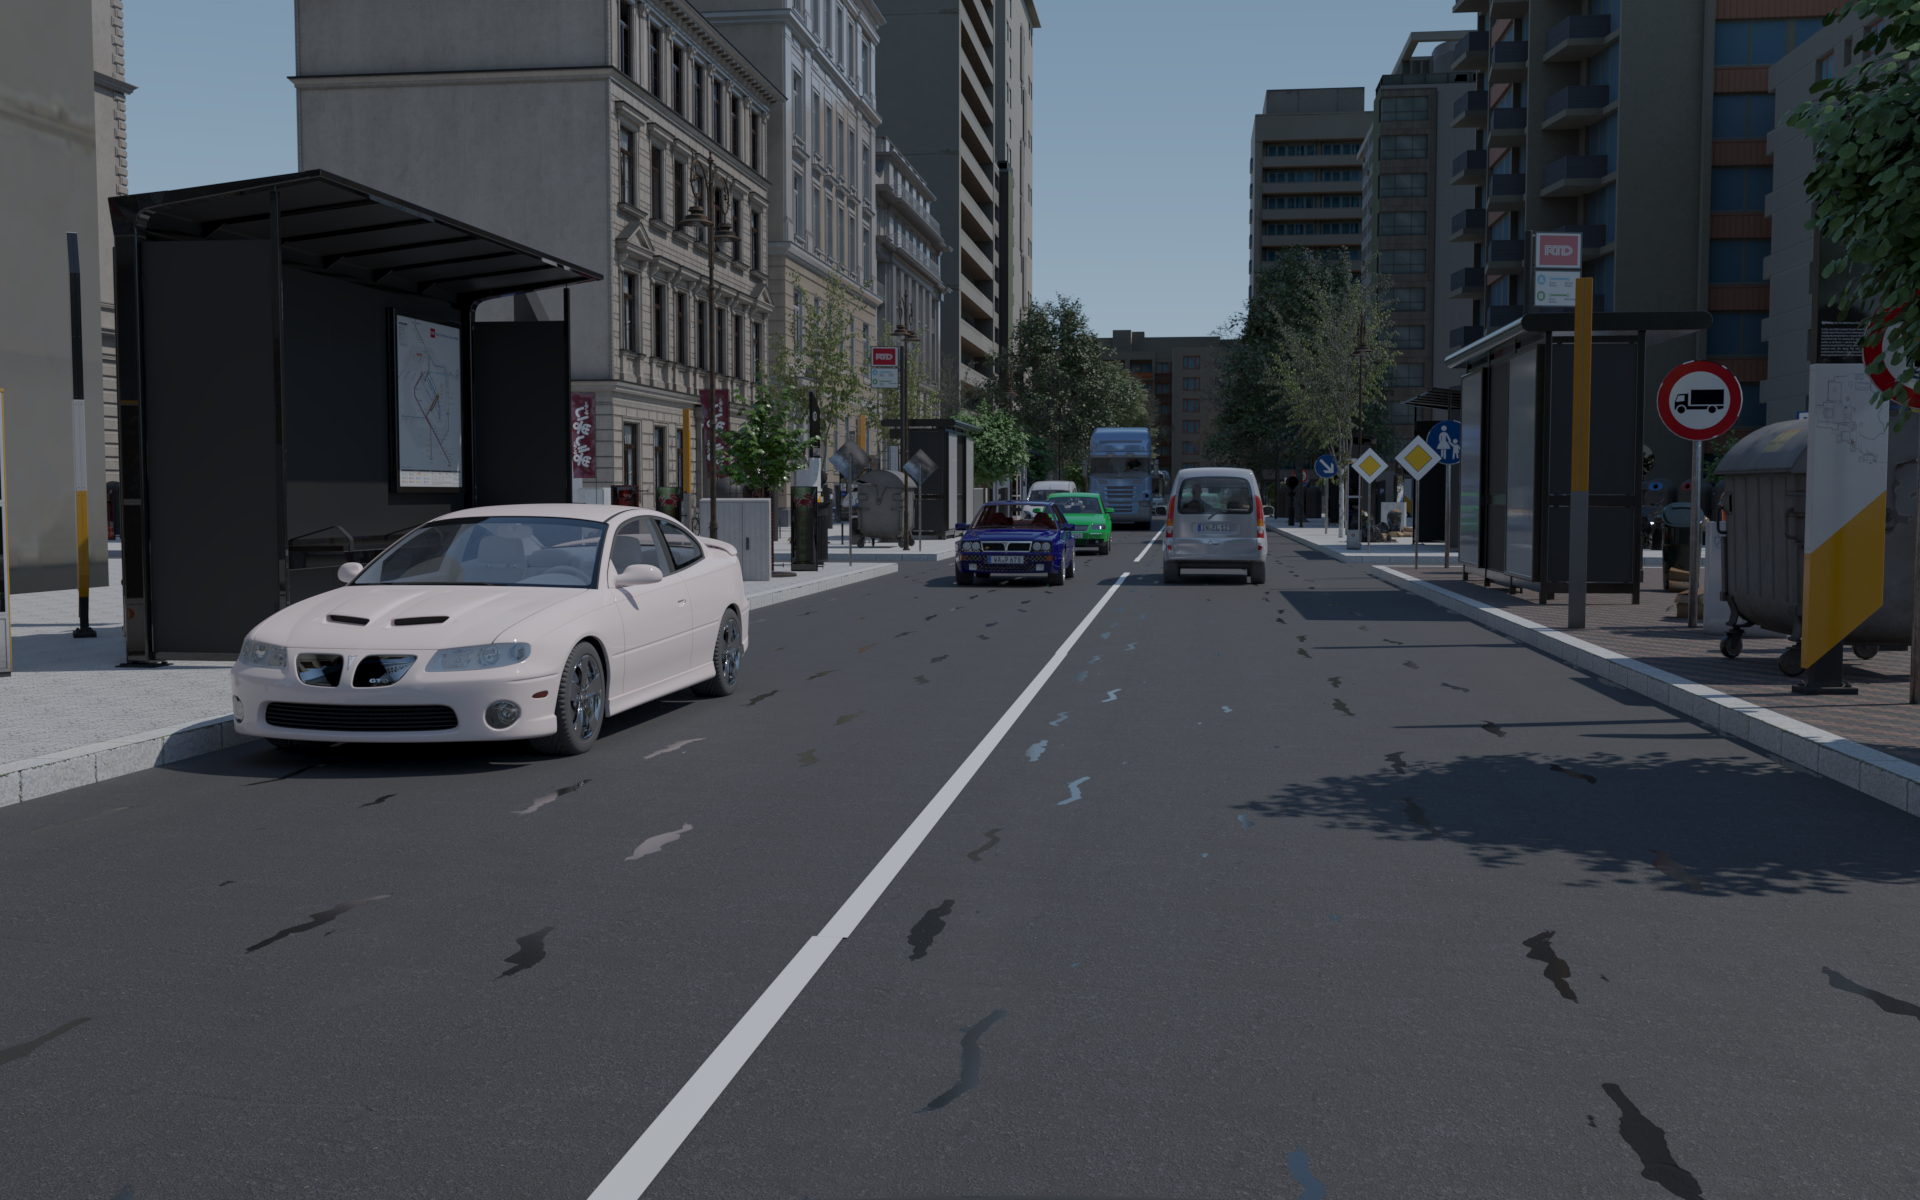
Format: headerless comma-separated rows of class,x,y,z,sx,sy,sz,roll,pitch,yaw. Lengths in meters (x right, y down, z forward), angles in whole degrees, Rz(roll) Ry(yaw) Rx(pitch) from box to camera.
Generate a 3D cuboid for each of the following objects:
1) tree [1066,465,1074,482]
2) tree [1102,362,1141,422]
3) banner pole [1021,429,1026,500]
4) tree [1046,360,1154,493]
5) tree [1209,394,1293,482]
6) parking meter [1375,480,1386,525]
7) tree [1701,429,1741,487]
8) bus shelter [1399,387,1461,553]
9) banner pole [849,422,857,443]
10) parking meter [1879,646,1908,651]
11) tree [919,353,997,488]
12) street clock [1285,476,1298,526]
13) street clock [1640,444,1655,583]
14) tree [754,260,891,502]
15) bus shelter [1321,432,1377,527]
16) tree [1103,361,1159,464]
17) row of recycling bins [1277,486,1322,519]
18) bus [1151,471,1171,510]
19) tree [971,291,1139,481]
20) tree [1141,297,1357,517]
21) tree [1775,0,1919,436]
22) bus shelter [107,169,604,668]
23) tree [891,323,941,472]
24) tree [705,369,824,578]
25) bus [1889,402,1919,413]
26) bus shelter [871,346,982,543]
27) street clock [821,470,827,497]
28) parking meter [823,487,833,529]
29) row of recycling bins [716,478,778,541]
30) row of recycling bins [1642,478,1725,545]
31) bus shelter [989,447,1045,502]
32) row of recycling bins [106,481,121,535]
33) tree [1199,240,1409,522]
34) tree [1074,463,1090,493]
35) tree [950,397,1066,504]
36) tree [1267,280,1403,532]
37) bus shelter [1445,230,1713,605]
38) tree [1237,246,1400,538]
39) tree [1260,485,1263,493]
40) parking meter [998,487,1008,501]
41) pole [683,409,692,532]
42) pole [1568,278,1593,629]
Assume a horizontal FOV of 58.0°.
tree,2.800,-5.865,79.605,4.285,4.588,4.351,0,3,0
tree,14.812,-15.213,159.105,12.009,13.543,11.850,0,3,0
banner pole,2.439,-4.682,66.564,0.401,3.779,0.863,1,4,15
tree,8.257,-10.833,111.529,8.767,10.594,7.601,0,4,3
tree,24.378,-13.195,141.492,9.928,11.665,9.643,0,3,0
parking meter,17.242,-3.999,71.099,0.399,1.863,0.255,-1,4,-16
tree,22.847,-3.463,51.218,1.663,3.219,1.824,0,3,0
bus shelter,11.615,-3.041,40.997,1.731,3.624,6.357,0,4,8
banner pole,-3.671,-4.295,60.243,0.401,3.779,0.863,-2,4,-30
parking meter,7.652,-0.523,14.266,0.399,1.863,0.255,1,4,18
tree,-0.133,-8.521,89.677,4.360,8.622,3.978,0,3,0
street clock,13.384,-3.995,69.890,0.471,2.002,0.358,-1,4,-22
street clock,9.787,-1.256,25.098,0.471,2.002,0.358,-1,4,-19
tree,-4.514,-6.405,55.090,4.737,8.622,4.395,0,3,0
bus shelter,15.310,-4.713,68.348,1.731,3.624,6.357,0,4,7
tree,13.160,-13.986,146.791,7.486,12.596,7.792,0,3,0
row of recycling bins,18.092,-5.220,92.455,1.069,1.692,3.534,-1,4,-22
bus,14.677,-8.470,133.337,2.948,3.499,13.247,1,4,9
tree,5.409,-11.078,98.138,9.611,12.733,9.660,0,3,0
tree,17.577,-11.303,95.176,12.009,13.543,11.850,0,3,0
tree,5.610,-1.498,8.199,4.285,4.588,4.351,0,3,0
bus shelter,-5.069,-1.496,15.741,1.731,3.624,6.357,0,4,7
tree,-2.542,-7.436,71.945,4.737,8.622,4.395,0,3,0
tree,-3.116,-1.984,27.047,1.663,3.219,1.824,0,3,0
bus,23.206,-2.442,31.476,12.252,3.916,2.896,0,4,6
bus shelter,-0.993,-4.401,49.595,2.179,5.291,8.768,0,4,8
street clock,-4.161,-2.841,51.023,0.471,2.002,0.358,2,4,25
parking meter,-4.876,-3.389,63.816,0.372,1.533,0.369,0,3,0
row of recycling bins,-5.648,-2.370,45.864,1.069,1.692,3.534,1,4,14
row of recycling bins,18.142,-2.249,43.876,3.534,1.692,1.069,3,5,45
bus shelter,2.251,-4.722,71.136,2.014,3.302,5.546,0,4,8
row of recycling bins,-26.834,-2.956,55.442,1.069,1.692,3.534,0,4,4
tree,15.483,-9.867,78.332,9.611,12.733,9.660,0,3,0
tree,8.474,-8.460,122.031,4.285,4.588,4.351,0,3,0
tree,0.822,-4.602,58.957,4.285,4.588,4.351,0,3,0
tree,12.764,-6.637,58.877,4.737,8.622,4.395,0,3,0
bus shelter,8.115,-2.849,24.209,2.179,5.291,8.768,0,4,7
tree,10.970,-6.128,50.557,4.360,8.622,3.978,0,3,0
tree,25.500,-9.443,148.992,1.663,3.219,1.824,0,3,0
parking meter,1.653,-3.554,66.518,0.372,1.533,0.369,0,3,0
pole,-6.559,-2.923,41.628,0.158,3.312,0.155,0,3,0
pole,5.902,-1.384,16.477,0.158,3.312,0.155,0,3,0
